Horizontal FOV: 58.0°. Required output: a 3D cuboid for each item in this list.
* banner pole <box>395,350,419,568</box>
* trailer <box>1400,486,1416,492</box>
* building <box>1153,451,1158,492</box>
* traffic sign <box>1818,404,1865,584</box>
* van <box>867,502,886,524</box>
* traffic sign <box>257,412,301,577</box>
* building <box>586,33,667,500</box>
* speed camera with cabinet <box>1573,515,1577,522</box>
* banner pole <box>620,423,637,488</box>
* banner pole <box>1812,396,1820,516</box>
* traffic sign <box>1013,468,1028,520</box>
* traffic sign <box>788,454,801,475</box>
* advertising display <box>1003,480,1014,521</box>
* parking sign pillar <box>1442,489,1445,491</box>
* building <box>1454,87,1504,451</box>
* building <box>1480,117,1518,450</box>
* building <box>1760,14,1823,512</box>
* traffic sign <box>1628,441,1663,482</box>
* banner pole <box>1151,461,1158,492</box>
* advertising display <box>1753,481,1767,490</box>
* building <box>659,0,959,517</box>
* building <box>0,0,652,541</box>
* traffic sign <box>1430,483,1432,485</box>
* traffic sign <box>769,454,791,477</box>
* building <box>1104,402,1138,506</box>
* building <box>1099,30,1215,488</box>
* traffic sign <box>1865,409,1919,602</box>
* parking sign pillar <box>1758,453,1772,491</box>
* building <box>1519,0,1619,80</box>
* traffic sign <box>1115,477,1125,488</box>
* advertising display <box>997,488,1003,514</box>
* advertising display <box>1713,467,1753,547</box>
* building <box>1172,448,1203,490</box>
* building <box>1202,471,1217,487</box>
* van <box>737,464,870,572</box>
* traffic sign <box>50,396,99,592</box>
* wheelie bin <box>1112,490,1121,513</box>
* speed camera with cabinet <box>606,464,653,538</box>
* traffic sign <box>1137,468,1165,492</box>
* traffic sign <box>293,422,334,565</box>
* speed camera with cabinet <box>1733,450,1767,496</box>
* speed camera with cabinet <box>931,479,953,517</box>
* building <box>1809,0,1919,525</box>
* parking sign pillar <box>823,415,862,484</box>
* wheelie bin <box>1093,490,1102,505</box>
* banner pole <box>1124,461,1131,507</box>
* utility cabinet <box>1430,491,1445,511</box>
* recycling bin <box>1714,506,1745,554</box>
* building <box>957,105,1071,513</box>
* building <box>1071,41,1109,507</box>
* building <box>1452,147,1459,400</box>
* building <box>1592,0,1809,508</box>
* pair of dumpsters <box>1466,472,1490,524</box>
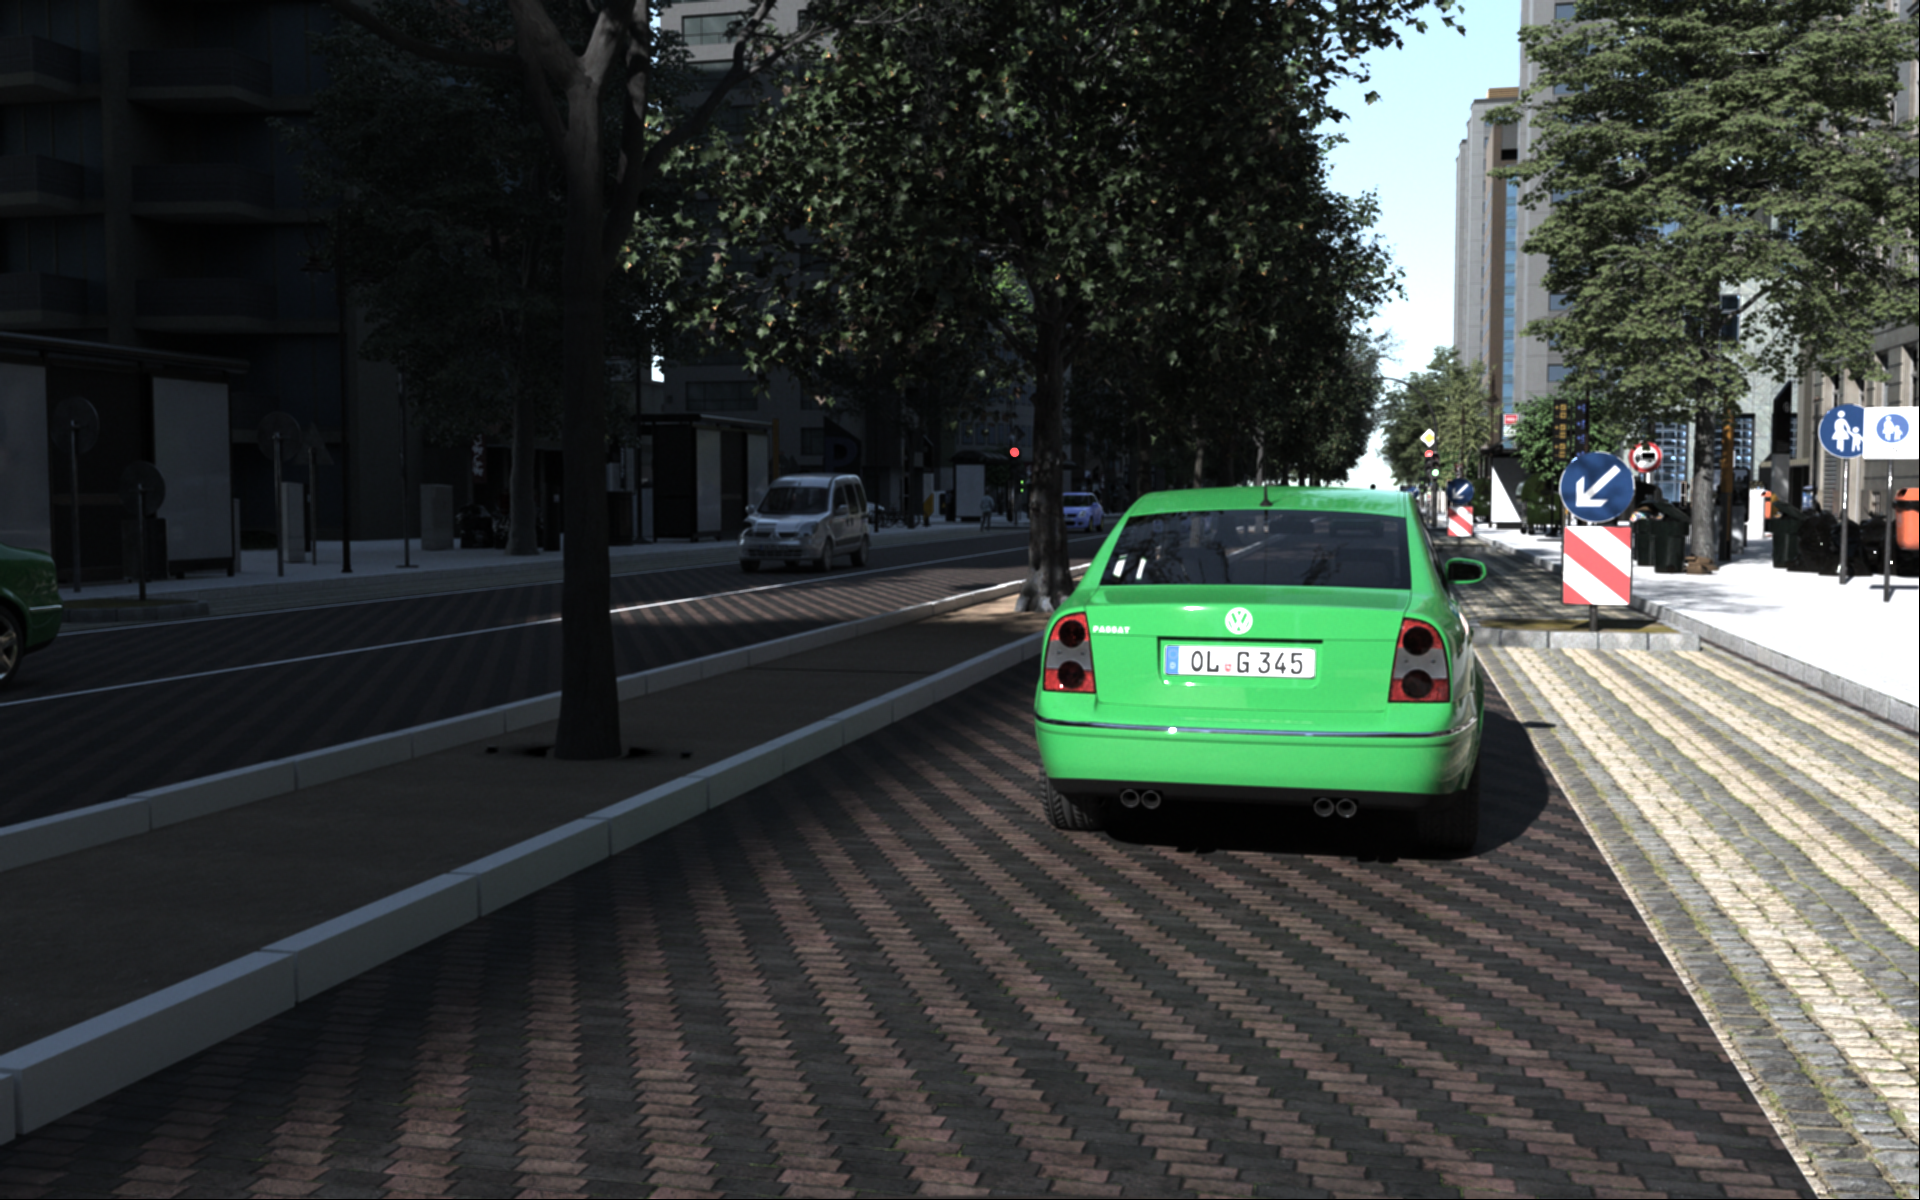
[{"bbox_3d":[-9.632,-2.443,29.960,0.401,3.779,0.863,-1,4,-10],"label":"banner pole"},{"bbox_3d":[30.677,-6.836,118.814,1.471,1.999,3.904,1,4,13],"label":"trailer"},{"bbox_3d":[16.894,-31.819,203.835,14.154,41.232,14.086,1,4,13],"label":"building"},{"bbox_3d":[12.552,-1.495,24.555,0.768,2.556,0.104,1,4,16],"label":"traffic sign"},{"bbox_3d":[-5.292,-4.216,75.950,4.112,2.044,2.013,1,4,14],"label":"van"},{"bbox_3d":[-10.575,-1.638,26.888,0.768,2.556,0.104,1,4,14],"label":"traffic sign"},{"bbox_3d":[-34.787,-31.725,107.938,27.495,52.752,28.713,1,4,13],"label":"building"},{"bbox_3d":[32.189,-5.755,88.422,2.038,3.252,0.660,0,4,-2],"label":"speed camera with cabinet"},{"bbox_3d":[-10.751,-4.050,56.235,0.863,3.779,0.401,-2,4,-29],"label":"banner pole"},{"bbox_3d":[21.818,-3.315,44.213,0.401,3.779,0.863,2,4,27],"label":"banner pole"},{"bbox_3d":[2.940,-5.189,84.952,0.768,2.556,0.104,1,4,19],"label":"traffic sign"},{"bbox_3d":[-5.512,-3.479,56.886,0.884,2.594,0.081,1,4,19],"label":"traffic sign"},{"bbox_3d":[2.567,-5.200,90.240,0.123,1.923,0.974,-1,4,-13],"label":"advertising display"},{"bbox_3d":[40.858,-9.563,144.828,1.447,3.967,1.447,-3,4,-37],"label":"parking sign pillar"},{"bbox_3d":[85.419,-43.676,256.107,21.231,58.520,28.212,1,4,13],"label":"building"},{"bbox_3d":[68.763,-33.790,202.577,14.600,45.320,14.200,1,4,13],"label":"building"},{"bbox_3d":[56.088,-26.308,84.753,28.867,44.769,22.147,1,4,13],"label":"building"},{"bbox_3d":[16.460,-2.541,41.649,0.768,2.556,0.104,1,4,23],"label":"traffic sign"},{"bbox_3d":[14.603,-8.563,130.014,0.401,3.779,0.863,-3,5,-45],"label":"banner pole"},{"bbox_3d":[38.161,-4.751,82.896,0.123,1.923,0.974,-1,4,-23],"label":"advertising display"},{"bbox_3d":[-8.474,-20.212,102.170,14.160,30.474,14.107,1,4,13],"label":"building"},{"bbox_3d":[-26.419,-24.514,55.429,28.867,44.769,22.147,1,4,13],"label":"building"},{"bbox_3d":[33.604,-7.515,122.968,0.768,2.556,0.104,1,4,22],"label":"traffic sign"},{"bbox_3d":[-5.803,-3.392,55.571,0.768,2.556,0.104,1,4,17],"label":"traffic sign"},{"bbox_3d":[5.141,-20.800,185.124,27.650,21.520,28.899,1,4,13],"label":"building"},{"bbox_3d":[29.012,-50.752,268.041,20.563,71.187,20.611,1,4,13],"label":"building"},{"bbox_3d":[11.021,-1.126,20.540,0.606,2.300,0.079,1,4,17],"label":"traffic sign"},{"bbox_3d":[51.241,-7.423,109.840,1.447,3.967,1.447,-1,4,-12],"label":"parking sign pillar"},{"bbox_3d":[61.564,-37.631,157.261,21.231,58.520,28.212,1,4,13],"label":"building"},{"bbox_3d":[11.638,-7.717,126.273,0.768,2.556,0.104,1,4,20],"label":"traffic sign"},{"bbox_3d":[2.573,-6.393,109.747,0.123,1.923,0.974,1,4,21],"label":"advertising display"},{"bbox_3d":[18.688,-2.261,42.186,0.974,1.923,0.123,2,4,34],"label":"advertising display"},{"bbox_3d":[27.688,-29.363,251.782,14.160,30.474,14.107,1,4,13],"label":"building"},{"bbox_3d":[31.495,-27.482,294.371,27.650,21.520,28.899,1,4,13],"label":"building"},{"bbox_3d":[-2.948,-1.599,33.148,2.013,2.044,4.112,1,4,11],"label":"van"},{"bbox_3d":[-11.527,-1.372,22.538,0.768,2.556,0.104,1,4,16],"label":"traffic sign"},{"bbox_3d":[10.797,-6.818,119.379,0.693,1.594,0.980,0,4,-5],"label":"wheelie bin"},{"bbox_3d":[-9.956,-3.431,50.427,2.038,3.252,0.660,-2,4,-33],"label":"speed camera with cabinet"},{"bbox_3d":[15.052,-8.737,136.716,2.265,3.308,0.079,1,4,18],"label":"traffic sign"},{"bbox_3d":[-11.656,-1.908,31.196,0.884,2.594,0.081,1,4,18],"label":"traffic sign"},{"bbox_3d":[35.184,-5.079,77.382,0.660,3.252,2.038,-1,4,-15],"label":"speed camera with cabinet"},{"bbox_3d":[-0.612,-6.225,96.107,2.038,3.252,0.660,-3,4,-38],"label":"speed camera with cabinet"},{"bbox_3d":[30.985,-12.616,39.561,16.112,22.955,30.059,1,4,13],"label":"building"},{"bbox_3d":[-4.004,-4.317,59.048,1.447,3.967,1.447,0,4,3],"label":"parking sign pillar"},{"bbox_3d":[9.449,-6.831,119.598,0.693,1.594,0.980,1,4,15],"label":"wheelie bin"},{"bbox_3d":[12.726,-8.638,131.245,0.401,3.779,0.863,-3,5,-44],"label":"banner pole"},{"bbox_3d":[36.257,-7.518,131.600,1.173,1.500,0.318,1,4,16],"label":"utility cabinet"},{"bbox_3d":[16.594,-1.532,37.602,0.722,1.027,0.722,1,4,18],"label":"recycling bin"},{"bbox_3d":[-4.294,-35.978,130.244,21.231,58.520,28.212,1,4,13],"label":"building"},{"bbox_3d":[6.088,-31.311,162.051,14.600,45.320,14.200,1,4,13],"label":"building"},{"bbox_3d":[91.660,-45.356,283.571,21.231,58.520,28.212,1,4,13],"label":"building"},{"bbox_3d":[56.287,-49.668,124.741,22.319,86.520,31.000,1,4,13],"label":"building"},{"bbox_3d":[23.199,-4.549,76.877,1.574,2.255,4.437,1,4,14],"label":"pair of dumpsters"}]
